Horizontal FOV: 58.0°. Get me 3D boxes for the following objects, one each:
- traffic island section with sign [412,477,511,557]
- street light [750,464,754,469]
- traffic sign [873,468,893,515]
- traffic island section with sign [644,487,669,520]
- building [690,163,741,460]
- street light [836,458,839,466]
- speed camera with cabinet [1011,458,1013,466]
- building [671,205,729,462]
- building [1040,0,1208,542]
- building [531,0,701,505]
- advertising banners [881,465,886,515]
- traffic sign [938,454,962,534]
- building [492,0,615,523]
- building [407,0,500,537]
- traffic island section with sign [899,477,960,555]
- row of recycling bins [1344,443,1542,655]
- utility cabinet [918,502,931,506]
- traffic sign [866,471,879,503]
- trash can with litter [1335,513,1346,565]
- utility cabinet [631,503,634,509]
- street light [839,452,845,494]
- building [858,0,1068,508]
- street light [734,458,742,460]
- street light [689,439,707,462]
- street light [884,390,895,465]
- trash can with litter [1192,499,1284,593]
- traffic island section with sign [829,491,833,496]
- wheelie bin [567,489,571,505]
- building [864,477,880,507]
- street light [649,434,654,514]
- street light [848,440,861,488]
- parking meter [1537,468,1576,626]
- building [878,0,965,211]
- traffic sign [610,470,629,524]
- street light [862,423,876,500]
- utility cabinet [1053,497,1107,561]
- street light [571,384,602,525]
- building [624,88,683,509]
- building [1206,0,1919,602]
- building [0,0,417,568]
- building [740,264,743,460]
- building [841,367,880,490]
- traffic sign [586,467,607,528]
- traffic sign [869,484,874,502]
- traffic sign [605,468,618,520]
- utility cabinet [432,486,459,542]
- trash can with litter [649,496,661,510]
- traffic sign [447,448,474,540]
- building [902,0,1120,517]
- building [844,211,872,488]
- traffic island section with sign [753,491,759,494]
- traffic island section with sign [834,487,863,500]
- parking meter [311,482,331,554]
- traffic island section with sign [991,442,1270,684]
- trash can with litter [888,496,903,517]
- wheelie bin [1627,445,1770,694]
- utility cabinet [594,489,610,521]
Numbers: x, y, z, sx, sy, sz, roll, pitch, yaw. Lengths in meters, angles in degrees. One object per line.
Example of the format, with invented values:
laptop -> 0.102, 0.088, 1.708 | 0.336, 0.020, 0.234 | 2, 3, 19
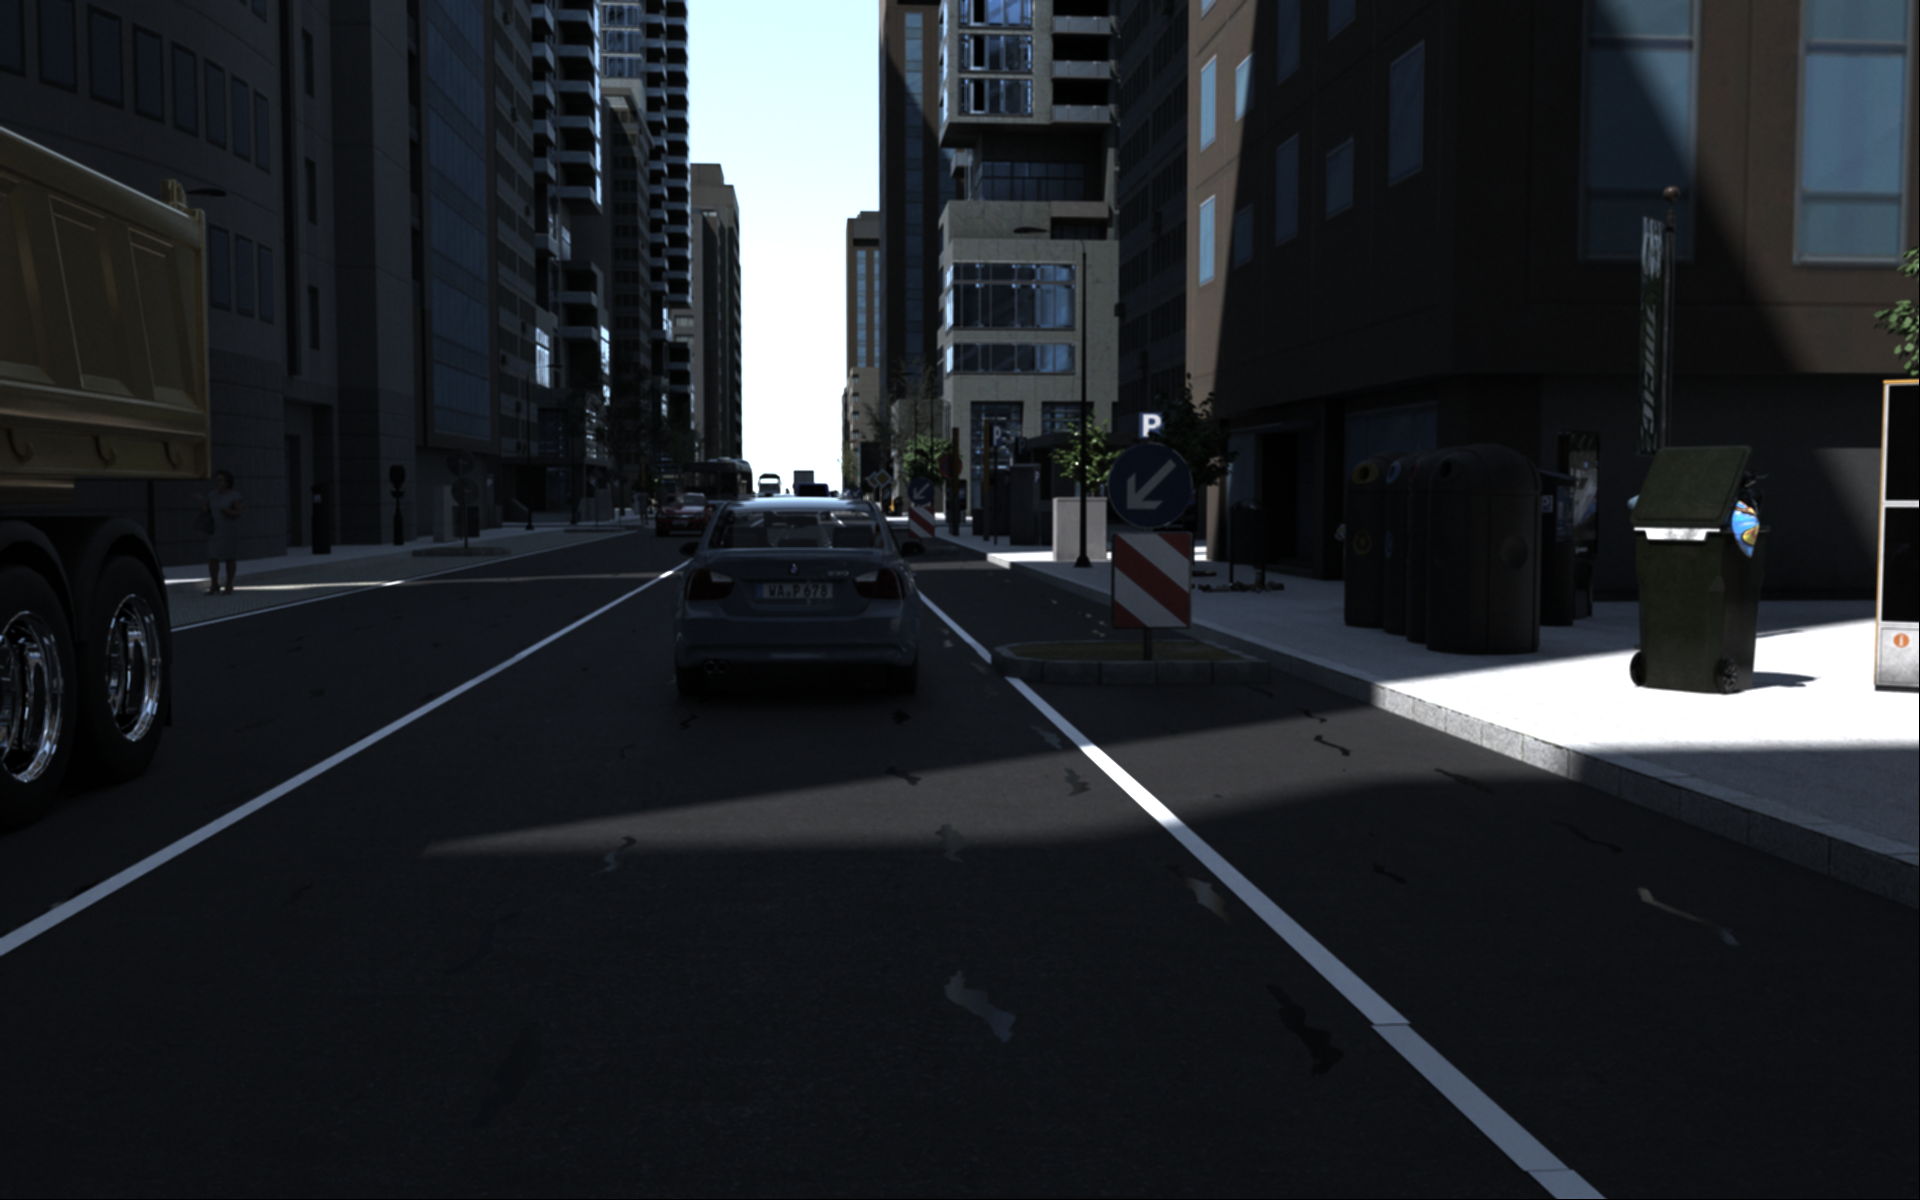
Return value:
traffic island section with sign -> -11.566, -1.943, 40.391 | 1.989, 1.847, 2.006 | 0, 4, -5
street light -> -32.749, -18.062, 267.853 | 1.470, 5.913, 1.316 | 0, 4, -5
traffic sign -> -2.952, -3.828, 66.237 | 0.795, 2.450, 0.064 | 0, 4, -5
traffic island section with sign -> -16.385, -5.325, 95.683 | 1.989, 1.847, 2.006 | 0, 4, -5
building -> -43.531, -38.654, 255.694 | 21.300, 48.544, 21.600 | 0, 4, -5
street light -> -16.209, -16.119, 236.090 | 1.470, 5.913, 1.316 | 0, 4, -5
speed camera with cabinet -> 2.166, -6.137, 94.671 | 2.038, 3.252, 0.660 | 3, 5, 40
building -> -39.176, -33.908, 237.989 | 14.154, 41.232, 14.086 | 0, 4, -5
building -> 18.194, -22.160, 54.198 | 32.217, 40.220, 23.993 | 0, 4, -5
building -> -38.871, -53.324, 184.523 | 22.319, 86.520, 31.000 | 0, 4, -5
advertising banners -> -4.636, -6.665, 105.167 | 0.090, 3.025, 2.074 | 0, 4, 4
traffic sign -> -0.308, -3.377, 55.321 | 0.768, 2.556, 0.104 | 0, 4, -2
building -> -33.904, -23.930, 83.137 | 32.217, 40.220, 23.993 | 0, 4, -5
building -> -23.199, -24.717, 54.239 | 14.200, 45.320, 14.600 | 0, 4, -5
traffic island section with sign -> -1.081, -2.004, 41.392 | 1.989, 1.847, 2.006 | 0, 4, -5
row of recycling bins -> 4.278, -0.513, 15.495 | 1.069, 1.692, 3.534 | 0, 4, -1
utility cabinet -> -1.937, -5.242, 94.387 | 0.318, 1.500, 1.173 | -1, 4, -23
traffic sign -> -3.644, -4.315, 74.192 | 0.795, 2.450, 0.064 | 0, 4, -5
trash can with litter -> 4.402, -0.465, 18.993 | 0.624, 1.170, 1.055 | 1, 4, 9
utility cabinet -> -27.142, -8.228, 145.682 | 1.020, 1.237, 0.306 | 1, 4, 12
street light -> -12.156, -13.245, 189.097 | 1.470, 5.913, 1.316 | 0, 4, -5
building -> -0.748, -54.743, 207.713 | 22.319, 86.520, 31.000 | 0, 4, -5
street light -> -29.756, -15.876, 232.116 | 1.470, 5.913, 1.316 | 0, 4, -5
street light -> -22.494, -10.807, 149.241 | 1.470, 5.913, 1.316 | 0, 4, -5
street light -> -2.523, -6.421, 77.517 | 1.470, 5.913, 1.316 | 0, 4, -5
trash can with litter -> 3.450, -0.738, 23.123 | 2.233, 1.210, 1.678 | -1, 4, -23
traffic island section with sign -> -8.213, -7.014, 123.313 | 1.989, 1.847, 2.006 | 0, 4, -5
wheelie bin -> -22.601, -5.731, 101.613 | 0.980, 1.594, 0.693 | -2, 4, -27
building -> 6.103, -29.987, 182.172 | 32.217, 40.220, 23.993 | 0, 4, -5
street light -> -18.998, -8.374, 109.450 | 1.470, 5.913, 1.316 | 0, 4, -5
street light -> -9.151, -11.070, 153.537 | 1.470, 5.913, 1.316 | 0, 4, -5
parking meter -> 5.809, -0.521, 16.925 | 0.372, 1.533, 0.369 | 0, 3, 0
building -> 0.532, -30.102, 142.277 | 14.600, 45.320, 14.200 | 0, 4, -5
traffic sign -> -14.400, -4.259, 73.280 | 0.795, 2.450, 0.064 | 0, 4, -5
street light -> -5.504, -8.609, 113.297 | 1.470, 5.913, 1.316 | 0, 4, -5
utility cabinet -> 2.310, -1.360, 33.398 | 1.020, 1.237, 0.306 | -1, 4, -16
street light -> -15.770, -6.143, 72.979 | 1.470, 5.913, 1.316 | 0, 4, -5
building -> -41.198, -28.506, 157.947 | 32.217, 40.220, 23.993 | 0, 4, -5
building -> 11.917, -23.012, 26.350 | 14.600, 45.320, 14.200 | 0, 4, -5
building -> -24.264, -29.927, 31.310 | 21.231, 58.520, 28.212 | 0, 4, -5
building -> -44.813, -37.590, 298.197 | 14.154, 41.232, 14.086 | 0, 4, -5
building -> -6.171, -27.543, 295.362 | 27.650, 21.520, 28.899 | 0, 4, -5
traffic sign -> -13.708, -3.773, 65.325 | 0.795, 2.450, 0.064 | 0, 4, -5
traffic sign -> -6.047, -7.421, 121.444 | 0.768, 2.556, 0.104 | 0, 4, -3
traffic sign -> -17.192, -5.235, 85.700 | 0.768, 2.556, 0.104 | 0, 4, -3
utility cabinet -> -13.764, -2.302, 46.319 | 0.318, 1.500, 1.173 | 0, 4, 3
trash can with litter -> -24.843, -8.009, 142.005 | 2.233, 1.210, 1.678 | 1, 4, 22
traffic sign -> -13.936, -2.949, 48.326 | 0.768, 2.556, 0.104 | 0, 4, -1
building -> 7.391, -48.825, 110.956 | 22.319, 86.520, 31.000 | 0, 4, -5
building -> -10.936, -38.075, 272.632 | 14.600, 45.320, 14.200 | 0, 4, -5
traffic island section with sign -> -32.600, -16.722, 282.036 | 1.989, 1.847, 2.006 | 0, 4, -5
traffic island section with sign -> -5.878, -5.372, 96.458 | 1.989, 1.847, 2.006 | 0, 4, -5
parking meter -> -13.645, -1.747, 36.969 | 0.372, 1.533, 0.369 | 0, 3, 0
traffic island section with sign -> 1.286, -0.330, 14.029 | 1.989, 1.847, 2.006 | 0, 4, -5
trash can with litter -> -3.671, -5.282, 97.749 | 0.624, 1.170, 1.055 | -3, 5, -42
wheelie bin -> 4.859, -0.215, 11.430 | 0.693, 1.594, 0.980 | -3, 4, -38
utility cabinet -> -16.805, -4.448, 81.411 | 0.318, 1.500, 1.173 | 1, 4, 10
